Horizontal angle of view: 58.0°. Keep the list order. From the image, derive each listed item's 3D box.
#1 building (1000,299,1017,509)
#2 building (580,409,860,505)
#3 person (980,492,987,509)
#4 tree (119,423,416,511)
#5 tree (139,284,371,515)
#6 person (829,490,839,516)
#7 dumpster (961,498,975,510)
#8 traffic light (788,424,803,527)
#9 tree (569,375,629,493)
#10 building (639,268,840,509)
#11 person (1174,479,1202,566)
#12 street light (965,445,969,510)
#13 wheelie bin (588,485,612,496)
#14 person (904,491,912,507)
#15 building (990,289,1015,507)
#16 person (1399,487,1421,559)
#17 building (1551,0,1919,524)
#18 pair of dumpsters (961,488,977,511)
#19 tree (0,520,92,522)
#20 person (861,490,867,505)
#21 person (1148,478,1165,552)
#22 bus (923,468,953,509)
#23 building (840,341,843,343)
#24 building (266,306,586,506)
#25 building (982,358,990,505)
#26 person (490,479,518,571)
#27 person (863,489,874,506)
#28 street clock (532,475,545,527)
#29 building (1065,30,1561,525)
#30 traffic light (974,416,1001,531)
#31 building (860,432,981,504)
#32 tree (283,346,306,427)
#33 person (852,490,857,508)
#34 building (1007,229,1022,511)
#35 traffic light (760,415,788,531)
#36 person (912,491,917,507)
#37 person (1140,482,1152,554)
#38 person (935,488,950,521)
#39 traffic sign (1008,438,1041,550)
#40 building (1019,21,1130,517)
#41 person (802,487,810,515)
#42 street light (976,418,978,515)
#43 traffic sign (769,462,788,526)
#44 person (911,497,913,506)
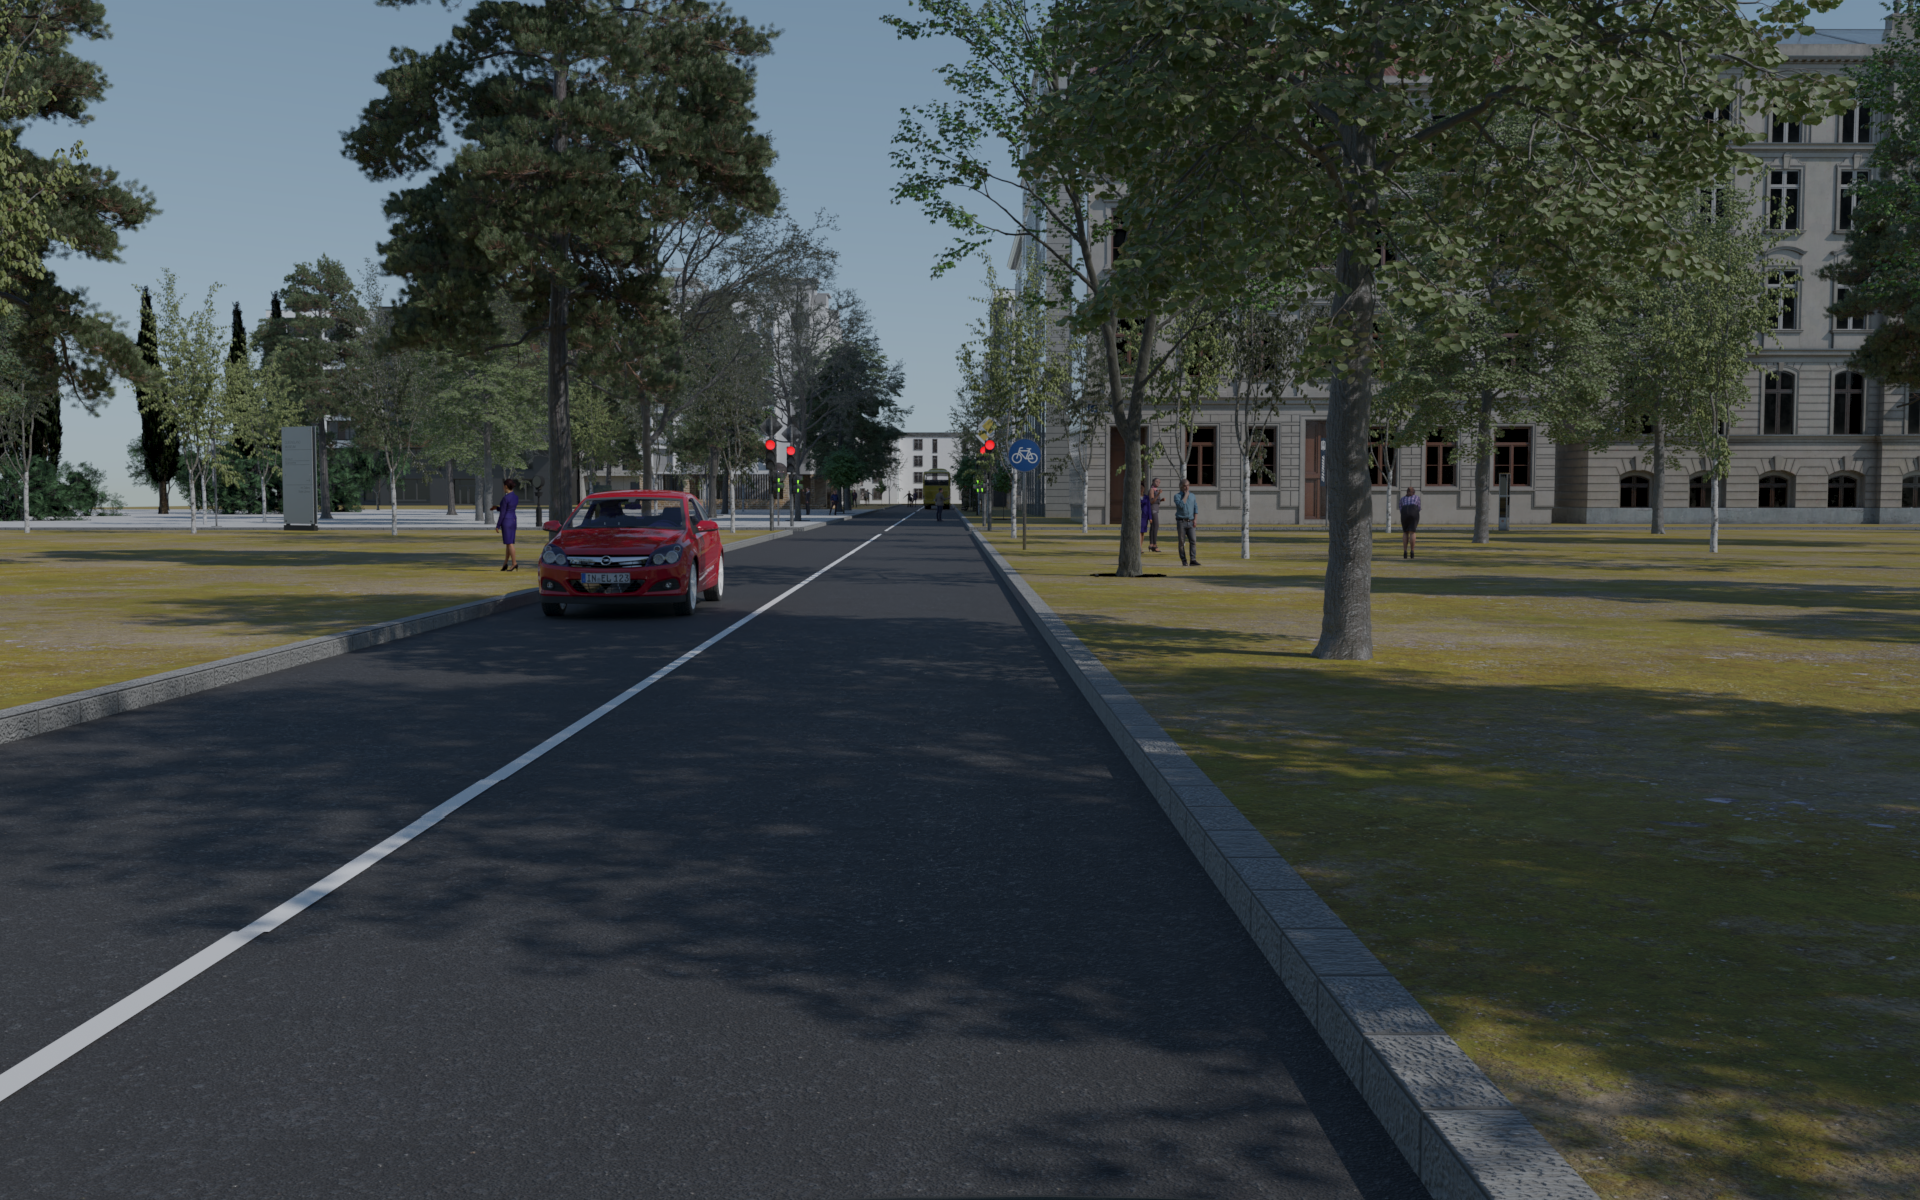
[{"bbox_3d":[11.976,-18.972,166.607,16.016,20.091,11.380,0,4,-1],"label":"building"},{"bbox_3d":[-28.210,-20.896,208.114,31.486,18.905,16.747,0,4,-1],"label":"building"},{"bbox_3d":[1.728,-8.588,146.462,1.348,1.824,0.705,-1,4,-9],"label":"person"},{"bbox_3d":[-53.546,-10.523,134.950,20.602,7.101,11.467,-2,4,-33],"label":"tree"},{"bbox_3d":[-47.065,-13.028,114.822,13.155,14.587,18.604,-1,4,-8],"label":"tree"},{"bbox_3d":[-7.505,-5.756,102.852,0.574,1.496,0.600,0,4,1],"label":"person"},{"bbox_3d":[0.682,-8.055,137.464,1.264,1.857,1.865,0,4,-1],"label":"dumpster"},{"bbox_3d":[-6.623,-4.835,68.299,0.839,4.213,0.868,0,4,-1],"label":"traffic light"},{"bbox_3d":[-21.937,-9.388,103.864,4.737,8.622,4.395,0,3,0],"label":"tree"},{"bbox_3d":[-18.996,-17.909,149.238,16.016,20.091,11.380,0,4,-1],"label":"building"},{"bbox_3d":[4.045,-1.379,30.798,0.499,1.552,0.429,0,4,5],"label":"person"},{"bbox_3d":[0.630,-10.404,142.886,0.468,5.910,1.993,0,4,-1],"label":"street light"},{"bbox_3d":[-12.572,-3.232,60.750,0.980,1.594,0.693,-1,4,-19],"label":"wheelie bin"},{"bbox_3d":[-5.581,-11.073,189.686,1.348,1.807,0.705,1,4,17],"label":"person"},{"bbox_3d":[17.081,-21.107,189.067,27.936,21.610,32.646,0,4,-1],"label":"building"},{"bbox_3d":[8.940,-1.539,34.441,0.421,1.427,0.697,1,4,16],"label":"person"},{"bbox_3d":[43.552,-15.854,78.294,34.723,24.649,14.460,0,4,-1],"label":"building"},{"bbox_3d":[0.850,-8.007,133.407,1.574,2.255,4.436,0,4,0],"label":"pair of dumpsters"},{"bbox_3d":[-51.546,-11.152,84.161,18.604,14.587,13.155,-1,4,-13],"label":"tree"},{"bbox_3d":[-11.003,-11.905,201.484,1.217,1.735,0.721,3,4,36],"label":"person"},{"bbox_3d":[4.364,-1.887,38.371,0.415,1.643,0.593,-2,4,-29],"label":"person"},{"bbox_3d":[-2.146,-10.642,165.540,2.896,3.916,12.252,0,4,0],"label":"bus"},{"bbox_3d":[-18.843,-18.620,160.859,16.016,20.091,11.380,0,4,-1],"label":"building"},{"bbox_3d":[-60.492,-21.927,202.478,32.646,21.610,27.936,0,4,-1],"label":"building"},{"bbox_3d":[10.692,-21.699,211.201,16.016,20.091,11.380,0,4,-1],"label":"building"},{"bbox_3d":[-7.587,-1.241,28.705,0.546,1.535,0.453,0,4,1],"label":"person"},{"bbox_3d":[-10.033,-11.153,188.396,1.348,1.824,0.705,0,4,1],"label":"person"},{"bbox_3d":[-16.420,-3.849,67.507,0.471,2.002,0.358,2,4,28],"label":"street clock"},{"bbox_3d":[15.049,-14.725,76.913,21.152,22.565,11.583,0,4,-1],"label":"building"},{"bbox_3d":[1.012,-4.352,60.401,0.839,4.213,0.868,0,4,-1],"label":"traffic light"},{"bbox_3d":[-8.363,-17.955,235.716,28.070,9.664,9.099,0,4,-1],"label":"building"},{"bbox_3d":[-32.099,-7.909,79.678,4.737,8.622,4.395,0,3,0],"label":"tree"},{"bbox_3d":[-9.952,-9.564,163.341,0.541,1.710,0.530,1,4,9],"label":"person"},{"bbox_3d":[9.468,-18.648,133.768,11.050,23.489,19.941,0,4,-1],"label":"building"},{"bbox_3d":[-6.548,-4.347,60.314,0.839,4.213,0.868,0,4,-1],"label":"traffic light"},{"bbox_3d":[-4.996,-10.994,188.692,0.683,1.767,0.568,-2,4,-25],"label":"person"},{"bbox_3d":[3.921,-1.757,37.137,0.453,1.535,0.546,-2,4,-25],"label":"person"},{"bbox_3d":[-0.895,-5.026,91.212,0.750,1.759,0.617,-1,4,-23],"label":"person"},{"bbox_3d":[1.481,-2.422,39.708,0.768,2.556,0.104,0,4,2],"label":"traffic sign"},{"bbox_3d":[9.928,-20.261,108.753,11.434,29.767,29.804,0,4,-1],"label":"building"},{"bbox_3d":[-9.474,-6.092,106.442,0.742,1.727,0.445,2,4,33],"label":"person"},{"bbox_3d":[1.043,-8.052,104.433,0.468,5.910,1.993,0,4,-1],"label":"street light"},{"bbox_3d":[-7.300,-4.248,69.560,0.768,2.556,0.104,0,4,1],"label":"traffic sign"},{"bbox_3d":[-5.775,-11.517,200.037,0.697,1.427,0.421,3,5,42],"label":"person"}]
